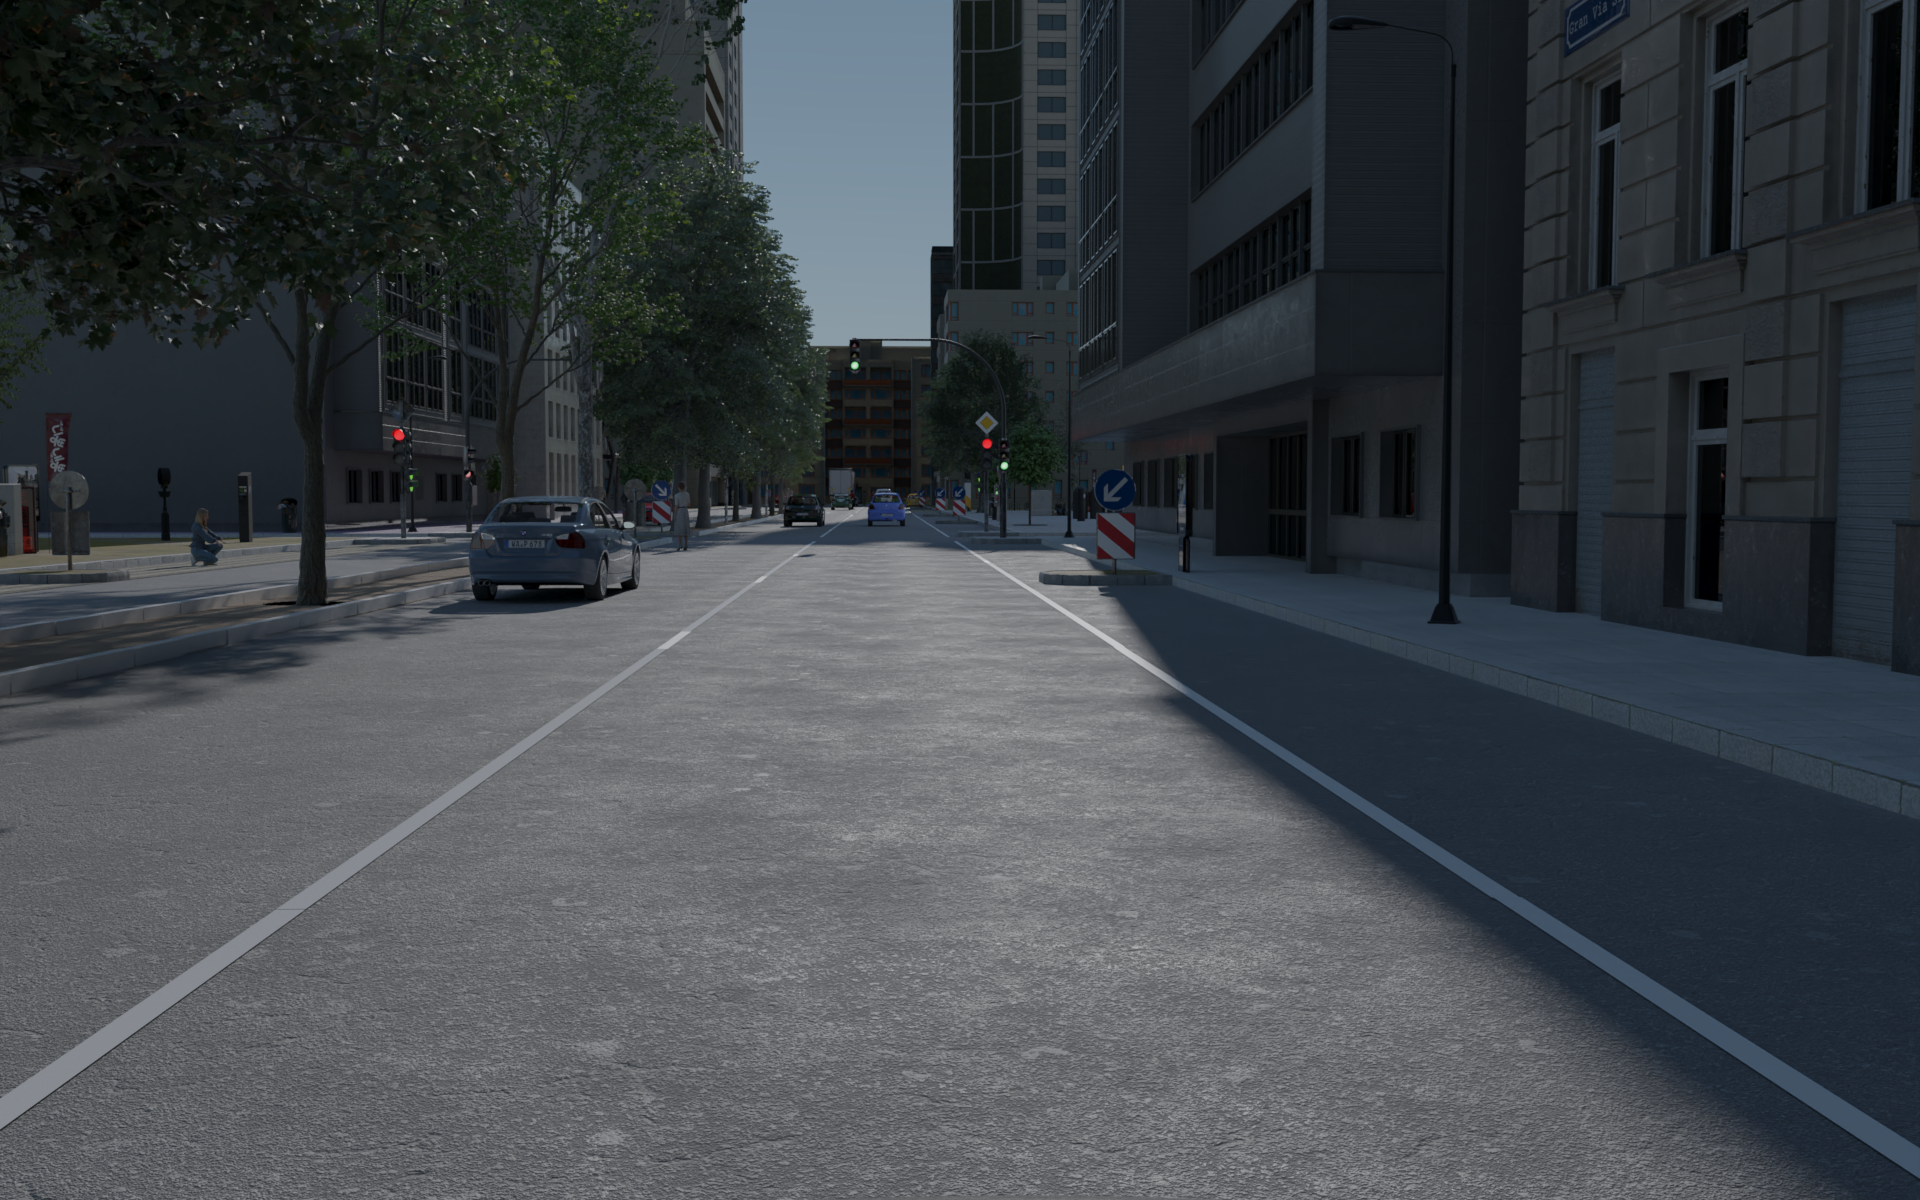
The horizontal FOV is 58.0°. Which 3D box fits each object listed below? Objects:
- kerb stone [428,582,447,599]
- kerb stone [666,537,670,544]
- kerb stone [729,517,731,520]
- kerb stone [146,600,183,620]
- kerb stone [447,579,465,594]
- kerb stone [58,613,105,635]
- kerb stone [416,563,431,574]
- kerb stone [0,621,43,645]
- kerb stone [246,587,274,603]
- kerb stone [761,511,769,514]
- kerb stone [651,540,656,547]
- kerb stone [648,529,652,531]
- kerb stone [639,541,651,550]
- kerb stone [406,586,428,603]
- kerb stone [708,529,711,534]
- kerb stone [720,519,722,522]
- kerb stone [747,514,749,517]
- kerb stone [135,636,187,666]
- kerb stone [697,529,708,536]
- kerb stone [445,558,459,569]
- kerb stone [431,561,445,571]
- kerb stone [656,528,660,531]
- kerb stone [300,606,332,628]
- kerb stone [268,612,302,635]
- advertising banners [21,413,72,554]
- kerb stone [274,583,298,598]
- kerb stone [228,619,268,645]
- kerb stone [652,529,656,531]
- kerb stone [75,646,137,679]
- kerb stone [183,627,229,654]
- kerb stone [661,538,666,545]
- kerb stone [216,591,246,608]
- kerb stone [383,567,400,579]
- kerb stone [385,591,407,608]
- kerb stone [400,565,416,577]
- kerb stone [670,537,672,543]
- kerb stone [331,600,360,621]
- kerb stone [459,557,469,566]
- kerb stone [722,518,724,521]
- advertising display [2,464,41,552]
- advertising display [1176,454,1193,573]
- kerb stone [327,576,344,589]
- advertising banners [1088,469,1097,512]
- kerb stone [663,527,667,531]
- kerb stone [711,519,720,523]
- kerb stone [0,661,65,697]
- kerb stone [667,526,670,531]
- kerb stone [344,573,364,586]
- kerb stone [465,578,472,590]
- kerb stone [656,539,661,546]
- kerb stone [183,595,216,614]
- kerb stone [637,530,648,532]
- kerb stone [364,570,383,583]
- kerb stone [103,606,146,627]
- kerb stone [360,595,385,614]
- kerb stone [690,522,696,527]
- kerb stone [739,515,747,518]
[{"bbox_3d":[-7.366,-0.117,24.116,0.120,0.150,1.000,0,4,-3],"label":"kerb stone"},{"bbox_3d":[-8.518,-1.677,49.704,0.120,0.150,1.000,0,4,-3],"label":"kerb stone"},{"bbox_3d":[-12.580,-4.345,93.283,0.120,0.150,1.000,0,4,-3],"label":"kerb stone"},{"bbox_3d":[-9.278,0.134,20.014,0.120,0.150,1.000,0,4,-3],"label":"kerb stone"},{"bbox_3d":[-7.408,-0.180,25.139,0.120,0.150,1.000,0,4,-3],"label":"kerb stone"},{"bbox_3d":[-9.186,0.263,17.964,0.120,0.150,1.000,0,4,-3],"label":"kerb stone"},{"bbox_3d":[-9.788,-0.554,31.261,0.120,0.150,1.000,0,4,-3],"label":"kerb stone"},{"bbox_3d":[-9.152,0.321,16.943,0.120,0.150,1.000,0,4,-3],"label":"kerb stone"},{"bbox_3d":[-9.415,-0.054,23.076,0.120,0.150,1.000,0,4,-3],"label":"kerb stone"},{"bbox_3d":[-13.962,-6.228,124.025,0.120,0.150,1.000,0,4,-3],"label":"kerb stone"},{"bbox_3d":[-8.376,-1.495,46.640,0.120,0.150,1.000,0,4,-3],"label":"kerb stone"},{"bbox_3d":[-11.149,-2.404,61.501,0.120,0.150,1.000,0,4,-3],"label":"kerb stone"},{"bbox_3d":[-8.333,-1.429,45.616,0.120,0.150,1.000,0,4,-3],"label":"kerb stone"},{"bbox_3d":[-7.316,-0.055,23.094,0.120,0.150,1.000,0,4,-3],"label":"kerb stone"},{"bbox_3d":[-9.047,-2.405,61.596,0.120,0.150,1.000,0,4,-3],"label":"kerb stone"},{"bbox_3d":[-12.344,-4.034,88.159,0.120,0.150,1.000,0,4,-3],"label":"kerb stone"},{"bbox_3d":[-13.129,-5.099,105.567,0.120,0.150,1.000,0,4,-3],"label":"kerb stone"},{"bbox_3d":[-6.940,0.450,14.906,0.120,0.150,1.000,0,4,-3],"label":"kerb stone"},{"bbox_3d":[-8.996,-2.347,60.575,0.120,0.150,1.000,0,4,-3],"label":"kerb stone"},{"bbox_3d":[-9.871,-0.680,33.307,0.120,0.150,1.000,0,4,-3],"label":"kerb stone"},{"bbox_3d":[-9.830,-0.616,32.285,0.120,0.150,1.000,0,4,-3],"label":"kerb stone"},{"bbox_3d":[-11.239,-2.530,63.553,0.120,0.150,1.000,0,4,-3],"label":"kerb stone"},{"bbox_3d":[-7.135,0.196,18.998,0.120,0.150,1.000,0,4,-3],"label":"kerb stone"},{"bbox_3d":[-7.086,0.261,17.975,0.120,0.150,1.000,0,4,-3],"label":"kerb stone"},{"bbox_3d":[-20.125,-2.503,37.107,2.074,3.025,0.090,-1,4,-15],"label":"advertising banners"},{"bbox_3d":[-9.467,-0.116,24.097,0.120,0.150,1.000,0,4,-3],"label":"kerb stone"},{"bbox_3d":[-7.036,0.321,16.954,0.120,0.150,1.000,0,4,-3],"label":"kerb stone"},{"bbox_3d":[-11.185,-2.460,62.526,0.120,0.150,1.000,0,4,-3],"label":"kerb stone"},{"bbox_3d":[-6.898,0.508,13.884,0.120,0.150,1.000,0,4,-3],"label":"kerb stone"},{"bbox_3d":[-6.999,0.383,15.933,0.120,0.150,1.000,0,4,-3],"label":"kerb stone"},{"bbox_3d":[-8.460,-1.620,48.683,0.120,0.150,1.000,0,4,-3],"label":"kerb stone"},{"bbox_3d":[-9.371,0.009,22.055,0.120,0.150,1.000,0,4,-3],"label":"kerb stone"},{"bbox_3d":[-9.689,-0.429,29.215,0.120,0.150,1.000,0,4,-3],"label":"kerb stone"},{"bbox_3d":[-7.275,0.010,22.069,0.120,0.150,1.000,0,4,-3],"label":"kerb stone"},{"bbox_3d":[-9.737,-0.492,30.240,0.120,0.150,1.000,0,4,-3],"label":"kerb stone"},{"bbox_3d":[-8.554,-1.745,50.725,0.120,0.150,1.000,0,4,-3],"label":"kerb stone"},{"bbox_3d":[-7.182,0.133,20.025,0.120,0.150,1.000,0,4,-3],"label":"kerb stone"},{"bbox_3d":[-9.922,-0.742,34.327,0.120,0.150,1.000,0,4,-3],"label":"kerb stone"},{"bbox_3d":[-12.386,-4.097,89.184,0.120,0.150,1.000,0,4,-3],"label":"kerb stone"},{"bbox_3d":[-20.586,-2.006,38.017,0.123,1.923,0.974,1,4,11],"label":"advertising display"},{"bbox_3d":[3.698,-1.425,28.516,0.123,1.923,0.974,0,4,-2],"label":"advertising display"},{"bbox_3d":[-9.548,-0.236,26.140,0.120,0.150,1.000,0,4,-3],"label":"kerb stone"},{"bbox_3d":[9.066,-7.729,122.551,0.090,3.025,2.074,-2,4,-30],"label":"advertising banners"},{"bbox_3d":[-11.329,-2.656,65.616,0.120,0.150,1.000,0,4,-3],"label":"kerb stone"},{"bbox_3d":[-12.301,-3.966,87.136,0.120,0.150,1.000,0,4,-3],"label":"kerb stone"},{"bbox_3d":[-6.855,0.571,12.863,0.120,0.150,1.000,0,4,-3],"label":"kerb stone"},{"bbox_3d":[-11.381,-2.717,66.637,0.120,0.150,1.000,0,4,-3],"label":"kerb stone"},{"bbox_3d":[-9.603,-0.300,27.165,0.120,0.150,1.000,0,4,-3],"label":"kerb stone"},{"bbox_3d":[-7.457,-0.243,26.169,0.120,0.150,1.000,0,4,-3],"label":"kerb stone"},{"bbox_3d":[-8.426,-1.557,47.662,0.120,0.150,1.000,0,4,-3],"label":"kerb stone"},{"bbox_3d":[-9.320,0.071,21.035,0.120,0.150,1.000,0,4,-3],"label":"kerb stone"},{"bbox_3d":[-11.095,-2.341,60.471,0.120,0.150,1.000,0,4,-3],"label":"kerb stone"},{"bbox_3d":[-9.644,-0.367,28.194,0.120,0.150,1.000,0,4,-3],"label":"kerb stone"},{"bbox_3d":[-9.234,0.196,18.993,0.120,0.150,1.000,0,4,-3],"label":"kerb stone"},{"bbox_3d":[-7.223,0.070,21.047,0.120,0.150,1.000,0,4,-3],"label":"kerb stone"},{"bbox_3d":[-11.839,-3.345,76.885,0.120,0.150,1.000,0,4,-3],"label":"kerb stone"},{"bbox_3d":[-13.093,-5.037,104.545,0.120,0.150,1.000,0,4,-3],"label":"kerb stone"}]
